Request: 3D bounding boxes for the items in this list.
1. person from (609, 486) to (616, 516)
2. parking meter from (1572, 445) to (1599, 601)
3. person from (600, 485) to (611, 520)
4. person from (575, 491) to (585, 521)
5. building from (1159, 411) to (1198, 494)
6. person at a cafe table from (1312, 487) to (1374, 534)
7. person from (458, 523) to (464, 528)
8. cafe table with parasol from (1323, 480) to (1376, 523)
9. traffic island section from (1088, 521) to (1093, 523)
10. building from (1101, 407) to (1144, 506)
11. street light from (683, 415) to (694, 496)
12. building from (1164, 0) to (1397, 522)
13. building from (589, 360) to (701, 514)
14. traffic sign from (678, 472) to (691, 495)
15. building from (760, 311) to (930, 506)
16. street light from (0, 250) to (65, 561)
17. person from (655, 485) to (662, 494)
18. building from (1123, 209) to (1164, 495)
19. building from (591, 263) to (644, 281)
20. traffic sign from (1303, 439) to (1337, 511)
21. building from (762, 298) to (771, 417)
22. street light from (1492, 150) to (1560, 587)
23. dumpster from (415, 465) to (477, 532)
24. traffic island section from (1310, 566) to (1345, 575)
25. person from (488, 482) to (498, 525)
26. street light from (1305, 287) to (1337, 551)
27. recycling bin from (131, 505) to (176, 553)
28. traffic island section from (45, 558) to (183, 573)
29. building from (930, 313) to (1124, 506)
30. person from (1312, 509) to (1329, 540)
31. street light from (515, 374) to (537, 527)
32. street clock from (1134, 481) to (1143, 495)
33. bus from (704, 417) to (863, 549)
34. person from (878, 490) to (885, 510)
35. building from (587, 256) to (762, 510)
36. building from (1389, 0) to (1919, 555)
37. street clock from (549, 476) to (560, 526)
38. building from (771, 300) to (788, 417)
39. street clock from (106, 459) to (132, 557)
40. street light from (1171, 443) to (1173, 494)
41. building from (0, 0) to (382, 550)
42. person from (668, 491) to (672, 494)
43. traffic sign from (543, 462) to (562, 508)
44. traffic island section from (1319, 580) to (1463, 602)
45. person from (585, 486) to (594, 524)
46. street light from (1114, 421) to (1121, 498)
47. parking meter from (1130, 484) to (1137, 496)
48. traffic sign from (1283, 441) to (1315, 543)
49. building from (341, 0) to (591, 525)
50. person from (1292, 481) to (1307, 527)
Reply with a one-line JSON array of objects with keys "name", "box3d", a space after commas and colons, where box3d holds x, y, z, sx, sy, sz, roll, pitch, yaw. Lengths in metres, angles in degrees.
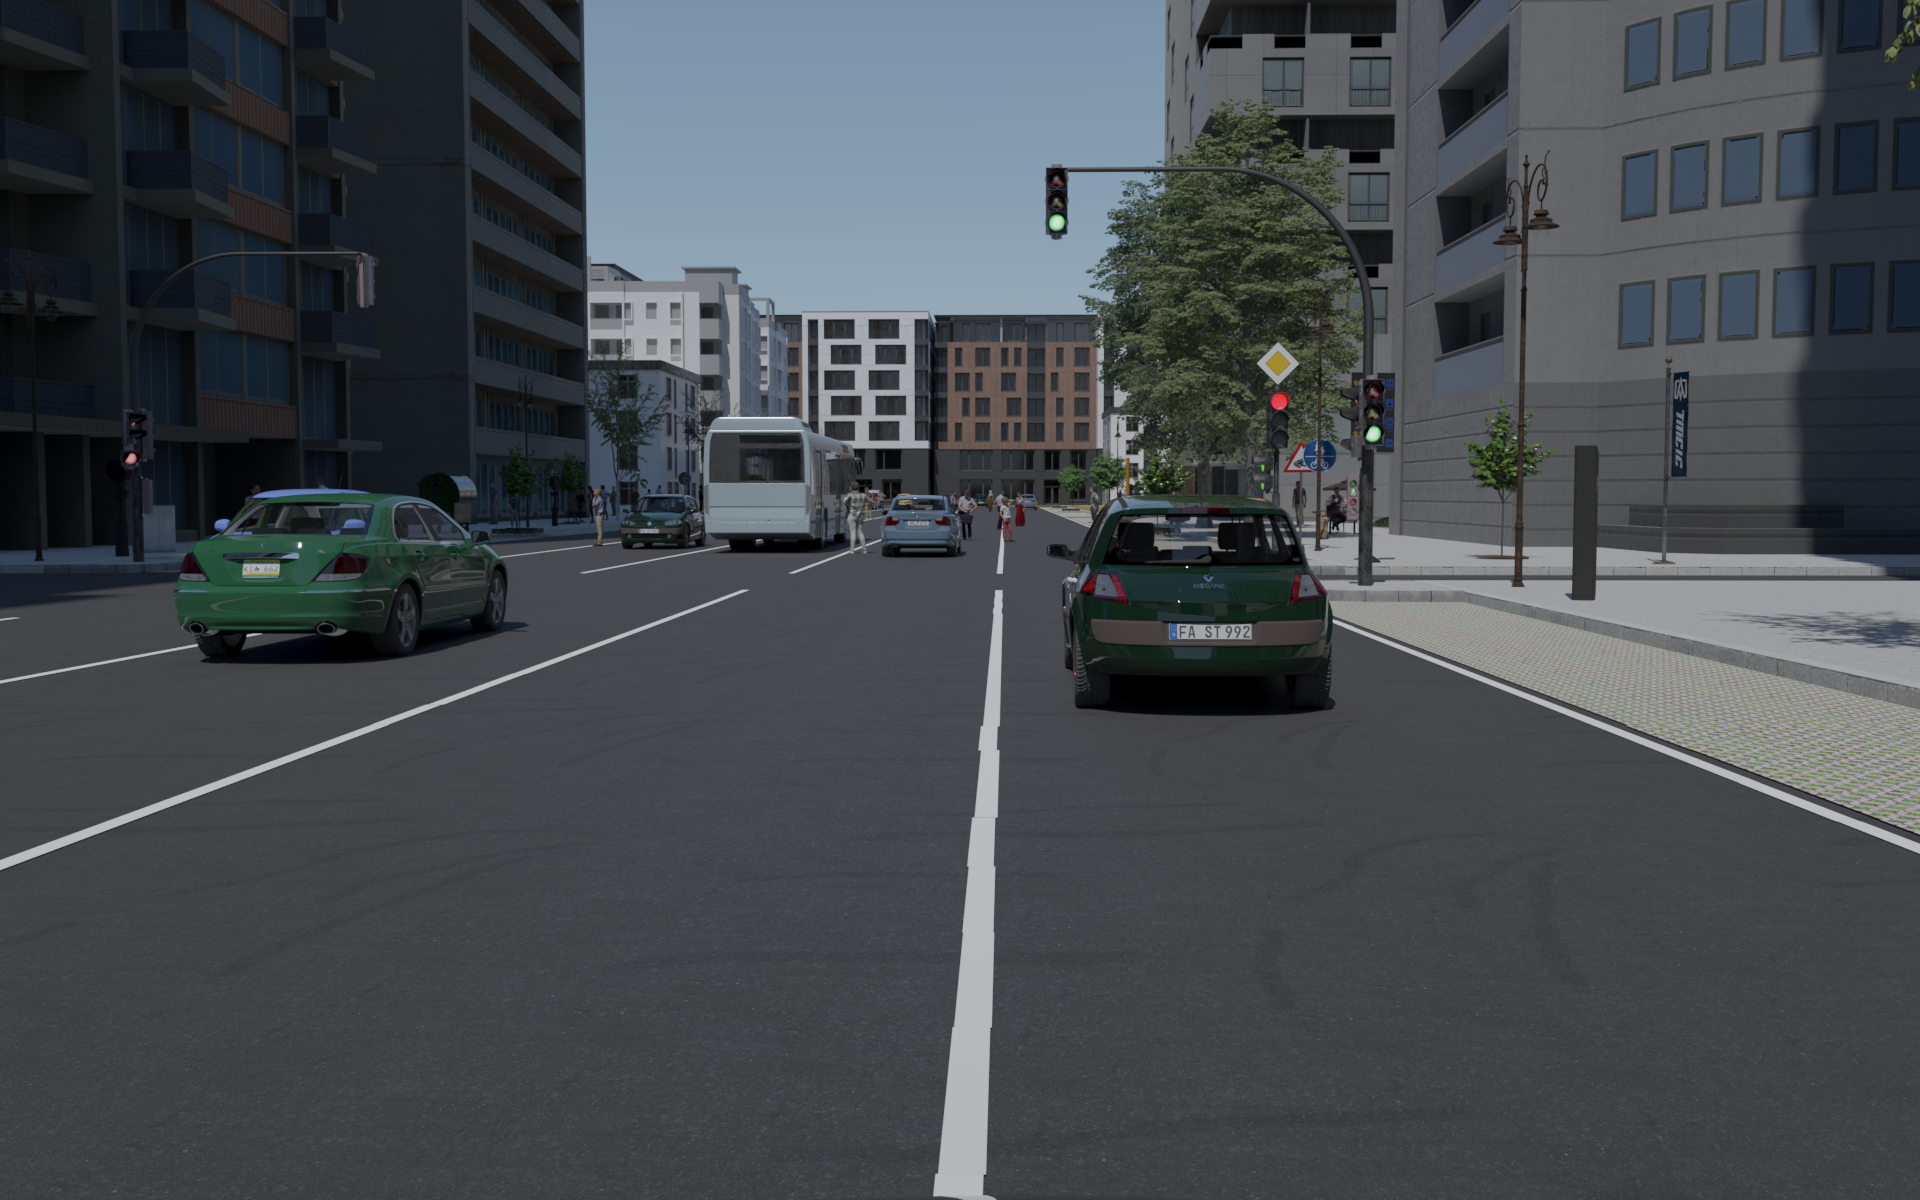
[{"name": "person", "box3d": [-20.498, -5.849, 102.228, 0.434, 1.755, 0.990, 0, 4, 0]}, {"name": "parking meter", "box3d": [7.573, -0.933, 20.972, 0.255, 1.863, 0.399, 2, 4, 24]}, {"name": "person", "box3d": [-17.745, -4.867, 86.334, 0.376, 1.734, 0.841, 2, 4, 26]}, {"name": "person", "box3d": [-17.909, -4.461, 81.521, 0.480, 1.512, 0.613, 0, 4, 5]}, {"name": "building", "box3d": [21.255, -15.754, 113.998, 16.016, 20.091, 11.380, 0, 4, 1]}, {"name": "person at a cafe table", "box3d": [12.198, -2.884, 55.676, 1.698, 1.524, 1.622, 0, 4, -6]}, {"name": "person", "box3d": [-18.714, -3.548, 64.978, 0.530, 1.710, 0.541, 1, 4, 13]}, {"name": "cafe table with parasol", "box3d": [17.276, -4.402, 76.841, 2.610, 1.966, 2.610, 0, 4, -6]}, {"name": "traffic island section", "box3d": [7.269, -3.799, 84.981, 1.991, 0.108, 1.994, 0, 4, 1]}, {"name": "building", "box3d": [18.923, -13.732, 166.669, 9.099, 9.664, 28.070, 0, 4, 1]}, {"name": "street light", "box3d": [-15.818, -7.844, 101.038, 0.468, 5.910, 1.993, 0, 4, 1]}, {"name": "building", "box3d": [25.542, -30.767, 92.284, 28.713, 52.752, 27.495, 0, 4, 1]}, {"name": "building", "box3d": [-22.821, -11.037, 122.603, 9.099, 9.664, 28.070, 0, 4, 1]}, {"name": "traffic sign", "box3d": [-15.762, -6.058, 99.153, 0.768, 2.556, 0.104, 0, 4, 5]}, {"name": "building", "box3d": [-19.446, -22.248, 207.733, 32.646, 21.610, 27.936, 0, 4, 1]}, {"name": "street light", "box3d": [-17.630, -3.681, 32.980, 0.468, 5.910, 1.993, 0, 4, 1]}, {"name": "person", "box3d": [-18.110, -6.051, 104.847, 0.599, 1.838, 0.709, 1, 4, 20]}, {"name": "building", "box3d": [28.178, -17.846, 135.750, 27.936, 21.610, 32.646, 0, 4, 1]}, {"name": "building", "box3d": [-46.447, -19.817, 167.987, 32.646, 21.610, 27.936, 0, 4, 1]}, {"name": "traffic sign", "box3d": [8.313, -2.446, 40.100, 0.768, 2.556, 0.104, 1, 4, 10]}, {"name": "building", "box3d": [-25.796, -18.193, 153.870, 16.016, 20.091, 11.380, 0, 4, 1]}, {"name": "street light", "box3d": [7.707, -3.116, 23.738, 0.468, 5.910, 1.993, 0, 4, 1]}, {"name": "dumpster", "box3d": [-16.995, -3.350, 57.265, 1.502, 2.255, 1.985, 0, 4, 1]}, {"name": "traffic island section", "box3d": [5.894, -0.610, 32.251, 2.009, 0.180, 2.903, 0, 4, 1]}, {"name": "person", "box3d": [-19.674, -4.084, 72.942, 0.434, 1.807, 0.598, -1, 4, -19]}, {"name": "street light", "box3d": [8.060, -4.039, 38.831, 0.468, 5.910, 1.993, 0, 4, 1]}, {"name": "recycling bin", "box3d": [-17.791, -1.569, 38.203, 0.722, 1.027, 0.722, -3, 5, -42]}, {"name": "traffic island section", "box3d": [-15.580, -0.644, 32.817, 2.009, 0.180, 2.903, 0, 4, 1]}, {"name": "building", "box3d": [13.588, -22.238, 207.563, 32.646, 21.610, 27.936, 0, 4, 1]}, {"name": "person", "box3d": [10.183, -2.133, 48.834, 0.347, 0.859, 0.695, 2, 4, 31]}, {"name": "street light", "box3d": [-16.779, -5.766, 67.063, 0.468, 5.910, 1.993, 0, 4, 1]}, {"name": "street clock", "box3d": [9.952, -5.609, 96.273, 0.471, 2.002, 0.358, -1, 4, -17]}, {"name": "bus", "box3d": [-4.666, -3.254, 48.058, 2.948, 3.499, 13.247, 0, 4, 2]}, {"name": "person", "box3d": [-7.070, -9.040, 156.832, 0.617, 1.759, 0.750, 1, 4, 10]}, {"name": "building", "box3d": [-25.278, -17.469, 142.043, 16.016, 20.091, 11.380, 0, 4, 1]}, {"name": "building", "box3d": [27.470, -30.722, 44.298, 28.212, 58.520, 21.231, 0, 4, 1]}, {"name": "street clock", "box3d": [-16.140, -3.937, 68.941, 0.358, 2.002, 0.471, 1, 4, 14]}, {"name": "building", "box3d": [-23.384, -19.383, 173.326, 11.380, 20.091, 16.016, 0, 4, 1]}, {"name": "street clock", "box3d": [-17.217, -1.894, 35.536, 0.471, 2.002, 0.358, 1, 4, 8]}, {"name": "street light", "box3d": [8.927, -6.126, 72.945, 0.468, 5.910, 1.993, 0, 4, 1]}, {"name": "building", "box3d": [-30.294, -24.117, 48.937, 22.147, 44.769, 28.867, 0, 4, 1]}, {"name": "person", "box3d": [-16.378, -5.366, 97.017, 0.776, 1.435, 0.726, 2, 4, 34]}, {"name": "traffic sign", "box3d": [-16.371, -4.249, 69.577, 0.768, 2.556, 0.104, 0, 4, 4]}, {"name": "traffic island section", "box3d": [5.685, -0.122, 24.269, 2.009, 0.180, 2.903, 0, 4, 1]}, {"name": "person", "box3d": [-16.092, -4.149, 75.348, 0.415, 1.643, 0.593, -2, 4, -35]}, {"name": "street light", "box3d": [9.727, -8.200, 106.859, 0.468, 5.910, 1.993, 0, 4, 1]}, {"name": "parking meter", "box3d": [9.781, -5.652, 98.119, 0.399, 1.863, 0.255, -1, 4, -13]}, {"name": "traffic sign", "box3d": [8.394, -2.608, 42.647, 0.884, 2.594, 0.081, 1, 4, 10]}, {"name": "building", "box3d": [-30.909, -28.032, 82.021, 21.300, 48.544, 21.600, 0, 4, 1]}, {"name": "person", "box3d": [13.382, -3.803, 68.353, 0.598, 1.807, 0.434, 0, 4, -5]}]
